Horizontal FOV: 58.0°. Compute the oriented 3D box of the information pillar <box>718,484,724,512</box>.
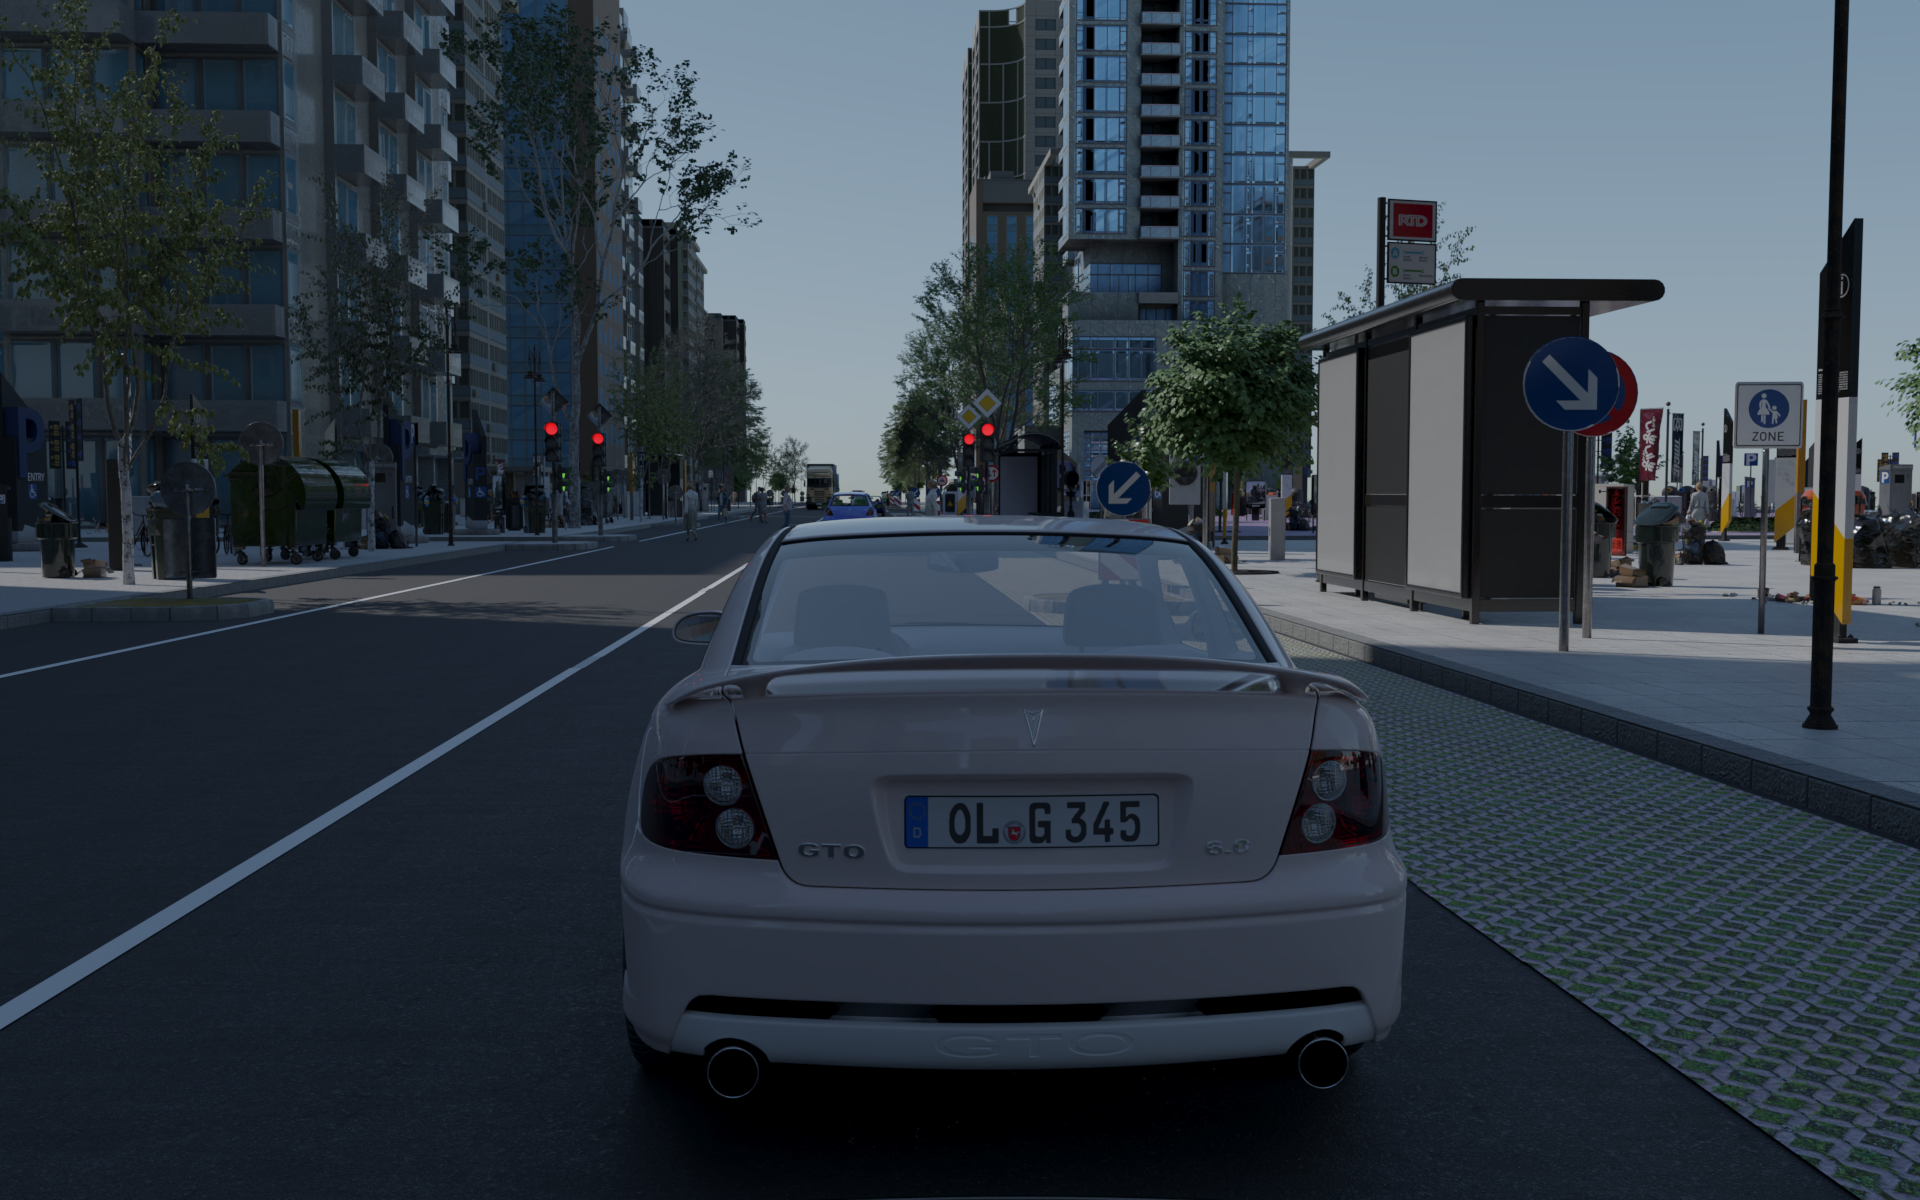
[{"bbox_3d":[-17.061,-7.300,123.844,0.304,2.012,0.304,3,5,44],"label":"information pillar"}]

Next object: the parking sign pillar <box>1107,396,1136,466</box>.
[{"bbox_3d":[4.451,-3.480,45.369,1.447,3.967,1.447,-3,4,-39],"label":"parking sign pillar"}]

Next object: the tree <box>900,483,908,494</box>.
[{"bbox_3d":[-7.144,-13.987,223.280,1.663,3.219,1.824,0,3,0],"label":"tree"}]

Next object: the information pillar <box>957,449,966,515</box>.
[{"bbox_3d":[0.067,-5.996,89.385,0.504,3.616,0.183,-2,4,-28],"label":"information pillar"}]

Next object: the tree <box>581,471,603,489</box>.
[{"bbox_3d":[-25.875,-7.812,122.334,1.663,3.219,1.824,0,3,0],"label":"tree"}]

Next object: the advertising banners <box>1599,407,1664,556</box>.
[{"bbox_3d":[13.591,-2.428,35.884,0.090,3.025,2.074,-3,4,-36],"label":"advertising banners"}]

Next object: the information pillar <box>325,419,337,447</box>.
[{"bbox_3d":[-19.670,-3.847,54.247,0.504,3.616,0.183,2,4,31],"label":"information pillar"}]

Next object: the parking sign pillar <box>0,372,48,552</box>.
[{"bbox_3d":[-21.164,-3.097,39.113,1.447,3.967,1.447,0,4,1],"label":"parking sign pillar"}]

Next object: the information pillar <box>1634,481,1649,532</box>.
[{"bbox_3d":[22.229,-3.178,56.452,0.304,2.012,0.304,-1,4,-23],"label":"information pillar"}]

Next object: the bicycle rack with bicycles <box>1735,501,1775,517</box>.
[{"bbox_3d":[42.012,-4.799,91.848,2.925,0.926,2.852,1,4,12],"label":"bicycle rack with bicycles"}]

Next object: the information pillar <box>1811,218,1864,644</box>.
[{"bbox_3d":[7.594,-1.446,15.004,0.183,3.616,0.504,0,4,-7],"label":"information pillar"}]

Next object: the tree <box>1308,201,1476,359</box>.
[{"bbox_3d":[11.247,-5.734,44.118,4.737,8.622,4.395,0,3,0],"label":"tree"}]

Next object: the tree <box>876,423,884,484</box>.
[{"bbox_3d":[-4.912,-16.440,186.916,7.486,12.596,7.792,0,3,0],"label":"tree"}]

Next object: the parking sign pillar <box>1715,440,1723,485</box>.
[{"bbox_3d":[38.320,-6.040,87.232,1.447,3.967,1.447,2,4,27],"label":"parking sign pillar"}]

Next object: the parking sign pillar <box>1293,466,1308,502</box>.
[{"bbox_3d":[23.184,-7.922,117.991,1.447,3.967,1.447,-1,4,-17],"label":"parking sign pillar"}]

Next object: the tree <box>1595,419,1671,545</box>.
[{"bbox_3d":[16.971,-3.036,44.246,1.663,3.219,1.824,0,3,0],"label":"tree"}]

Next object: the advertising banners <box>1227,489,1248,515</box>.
[{"bbox_3d":[16.729,-6.685,105.488,0.090,3.025,2.074,-3,4,-39],"label":"advertising banners"}]

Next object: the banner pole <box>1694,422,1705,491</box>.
[{"bbox_3d":[25.758,-4.308,60.446,0.863,3.779,0.401,-3,4,-36],"label":"banner pole"}]

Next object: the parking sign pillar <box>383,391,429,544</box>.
[{"bbox_3d":[-14.654,-3.471,45.226,1.447,3.967,1.447,0,4,-3],"label":"parking sign pillar"}]

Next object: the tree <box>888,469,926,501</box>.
[{"bbox_3d":[-5.224,-12.916,194.894,4.285,4.588,4.351,0,3,0],"label":"tree"}]

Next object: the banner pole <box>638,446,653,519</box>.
[{"bbox_3d":[-16.388,-6.122,90.106,0.863,3.779,0.401,1,4,14],"label":"banner pole"}]

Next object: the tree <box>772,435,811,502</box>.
[{"bbox_3d":[-25.984,-20.476,269.186,7.601,10.594,8.767,-2,4,-34],"label":"tree"}]

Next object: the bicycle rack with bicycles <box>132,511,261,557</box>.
[{"bbox_3d":[-15.747,-1.372,35.807,2.852,0.926,2.925,-3,5,-41],"label":"bicycle rack with bicycles"}]

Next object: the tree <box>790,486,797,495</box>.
[{"bbox_3d":[-26.591,-17.208,275.958,1.663,3.219,1.824,0,3,0],"label":"tree"}]

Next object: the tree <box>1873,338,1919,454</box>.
[{"bbox_3d":[16.034,-2.639,26.855,4.285,4.588,4.351,0,3,0],"label":"tree"}]

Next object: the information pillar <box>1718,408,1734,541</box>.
[{"bbox_3d":[20.831,-3.405,47.029,0.183,3.616,0.504,0,4,1],"label":"information pillar"}]

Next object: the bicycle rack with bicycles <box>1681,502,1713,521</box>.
[{"bbox_3d":[33.364,-4.081,80.100,2.925,0.926,2.852,0,4,0],"label":"bicycle rack with bicycles"}]

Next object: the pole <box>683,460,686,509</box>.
[{"bbox_3d":[-16.472,-6.714,103.613,0.158,3.312,0.155,0,3,0],"label":"pole"}]

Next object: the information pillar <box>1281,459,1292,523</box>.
[{"bbox_3d":[14.041,-5.087,74.535,0.504,3.616,0.183,-1,4,-17],"label":"information pillar"}]

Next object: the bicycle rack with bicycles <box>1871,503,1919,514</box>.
[{"bbox_3d":[40.548,-3.739,74.522,2.925,0.926,2.852,2,4,30],"label":"bicycle rack with bicycles"}]

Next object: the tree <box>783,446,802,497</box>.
[{"bbox_3d":[-25.213,-18.734,256.658,4.360,8.622,3.978,0,3,0],"label":"tree"}]

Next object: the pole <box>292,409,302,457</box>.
[{"bbox_3d":[-15.957,-2.931,41.766,0.158,3.312,0.155,0,3,0],"label":"pole"}]

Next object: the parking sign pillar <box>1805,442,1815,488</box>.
[{"bbox_3d":[34.164,-4.903,68.636,1.447,3.967,1.447,0,4,-4],"label":"parking sign pillar"}]

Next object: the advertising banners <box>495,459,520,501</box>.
[{"bbox_3d":[-22.342,-5.555,87.011,2.074,3.025,0.090,-2,4,-34],"label":"advertising banners"}]

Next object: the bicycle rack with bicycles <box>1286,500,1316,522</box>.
[{"bbox_3d":[15.577,-3.962,78.160,2.925,0.926,2.852,-2,4,-31],"label":"bicycle rack with bicycles"}]

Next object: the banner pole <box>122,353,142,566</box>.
[{"bbox_3d":[-14.723,-2.488,30.696,0.401,3.779,0.863,-2,4,-34],"label":"banner pole"}]

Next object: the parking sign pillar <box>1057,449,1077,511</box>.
[{"bbox_3d":[6.113,-6.834,100.215,1.447,3.967,1.447,3,5,39],"label":"parking sign pillar"}]

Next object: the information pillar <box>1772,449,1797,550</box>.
[{"bbox_3d":[18.895,-2.949,39.579,0.504,3.616,0.183,2,4,35],"label":"information pillar"}]

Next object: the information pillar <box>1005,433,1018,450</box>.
[{"bbox_3d":[1.983,-4.564,65.978,0.504,3.616,0.183,0,4,7],"label":"information pillar"}]

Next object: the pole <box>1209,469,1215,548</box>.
[{"bbox_3d":[6.011,-2.913,41.474,0.158,3.312,0.155,0,3,0],"label":"pole"}]

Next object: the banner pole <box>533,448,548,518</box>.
[{"bbox_3d":[-22.905,-6.390,94.499,0.863,3.779,0.401,-2,4,-28],"label":"banner pole"}]

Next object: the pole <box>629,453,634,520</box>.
[{"bbox_3d":[-16.221,-5.608,85.533,0.158,3.312,0.155,0,3,0],"label":"pole"}]

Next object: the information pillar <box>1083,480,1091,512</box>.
[{"bbox_3d":[6.828,-5.424,93.175,0.304,2.012,0.304,-2,4,-32],"label":"information pillar"}]

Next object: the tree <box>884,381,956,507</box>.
[{"bbox_3d":[-3.427,-15.640,173.833,7.486,12.596,7.792,0,3,0],"label":"tree"}]

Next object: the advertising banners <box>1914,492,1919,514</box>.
[{"bbox_3d":[51.538,-5.819,91.333,2.074,3.025,0.090,2,4,31],"label":"advertising banners"}]

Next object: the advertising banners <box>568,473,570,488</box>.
[{"bbox_3d":[-25.238,-7.173,113.467,0.090,3.025,2.074,-3,4,-37],"label":"advertising banners"}]

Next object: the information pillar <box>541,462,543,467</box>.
[{"bbox_3d":[-30.618,-8.305,127.142,0.504,3.616,0.183,3,5,42],"label":"information pillar"}]

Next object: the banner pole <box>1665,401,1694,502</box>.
[{"bbox_3d":[19.353,-3.487,47.033,0.863,3.779,0.401,-2,4,-28],"label":"banner pole"}]

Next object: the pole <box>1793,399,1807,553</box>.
[{"bbox_3d":[18.164,-2.666,37.430,0.158,3.312,0.155,0,3,0],"label":"pole"}]

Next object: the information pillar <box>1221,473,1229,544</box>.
[{"bbox_3d":[6.807,-3.245,44.416,0.183,3.616,0.504,1,4,12],"label":"information pillar"}]

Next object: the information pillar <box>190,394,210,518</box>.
[{"bbox_3d":[-17.895,-3.022,40.759,0.183,3.616,0.504,1,4,16],"label":"information pillar"}]
